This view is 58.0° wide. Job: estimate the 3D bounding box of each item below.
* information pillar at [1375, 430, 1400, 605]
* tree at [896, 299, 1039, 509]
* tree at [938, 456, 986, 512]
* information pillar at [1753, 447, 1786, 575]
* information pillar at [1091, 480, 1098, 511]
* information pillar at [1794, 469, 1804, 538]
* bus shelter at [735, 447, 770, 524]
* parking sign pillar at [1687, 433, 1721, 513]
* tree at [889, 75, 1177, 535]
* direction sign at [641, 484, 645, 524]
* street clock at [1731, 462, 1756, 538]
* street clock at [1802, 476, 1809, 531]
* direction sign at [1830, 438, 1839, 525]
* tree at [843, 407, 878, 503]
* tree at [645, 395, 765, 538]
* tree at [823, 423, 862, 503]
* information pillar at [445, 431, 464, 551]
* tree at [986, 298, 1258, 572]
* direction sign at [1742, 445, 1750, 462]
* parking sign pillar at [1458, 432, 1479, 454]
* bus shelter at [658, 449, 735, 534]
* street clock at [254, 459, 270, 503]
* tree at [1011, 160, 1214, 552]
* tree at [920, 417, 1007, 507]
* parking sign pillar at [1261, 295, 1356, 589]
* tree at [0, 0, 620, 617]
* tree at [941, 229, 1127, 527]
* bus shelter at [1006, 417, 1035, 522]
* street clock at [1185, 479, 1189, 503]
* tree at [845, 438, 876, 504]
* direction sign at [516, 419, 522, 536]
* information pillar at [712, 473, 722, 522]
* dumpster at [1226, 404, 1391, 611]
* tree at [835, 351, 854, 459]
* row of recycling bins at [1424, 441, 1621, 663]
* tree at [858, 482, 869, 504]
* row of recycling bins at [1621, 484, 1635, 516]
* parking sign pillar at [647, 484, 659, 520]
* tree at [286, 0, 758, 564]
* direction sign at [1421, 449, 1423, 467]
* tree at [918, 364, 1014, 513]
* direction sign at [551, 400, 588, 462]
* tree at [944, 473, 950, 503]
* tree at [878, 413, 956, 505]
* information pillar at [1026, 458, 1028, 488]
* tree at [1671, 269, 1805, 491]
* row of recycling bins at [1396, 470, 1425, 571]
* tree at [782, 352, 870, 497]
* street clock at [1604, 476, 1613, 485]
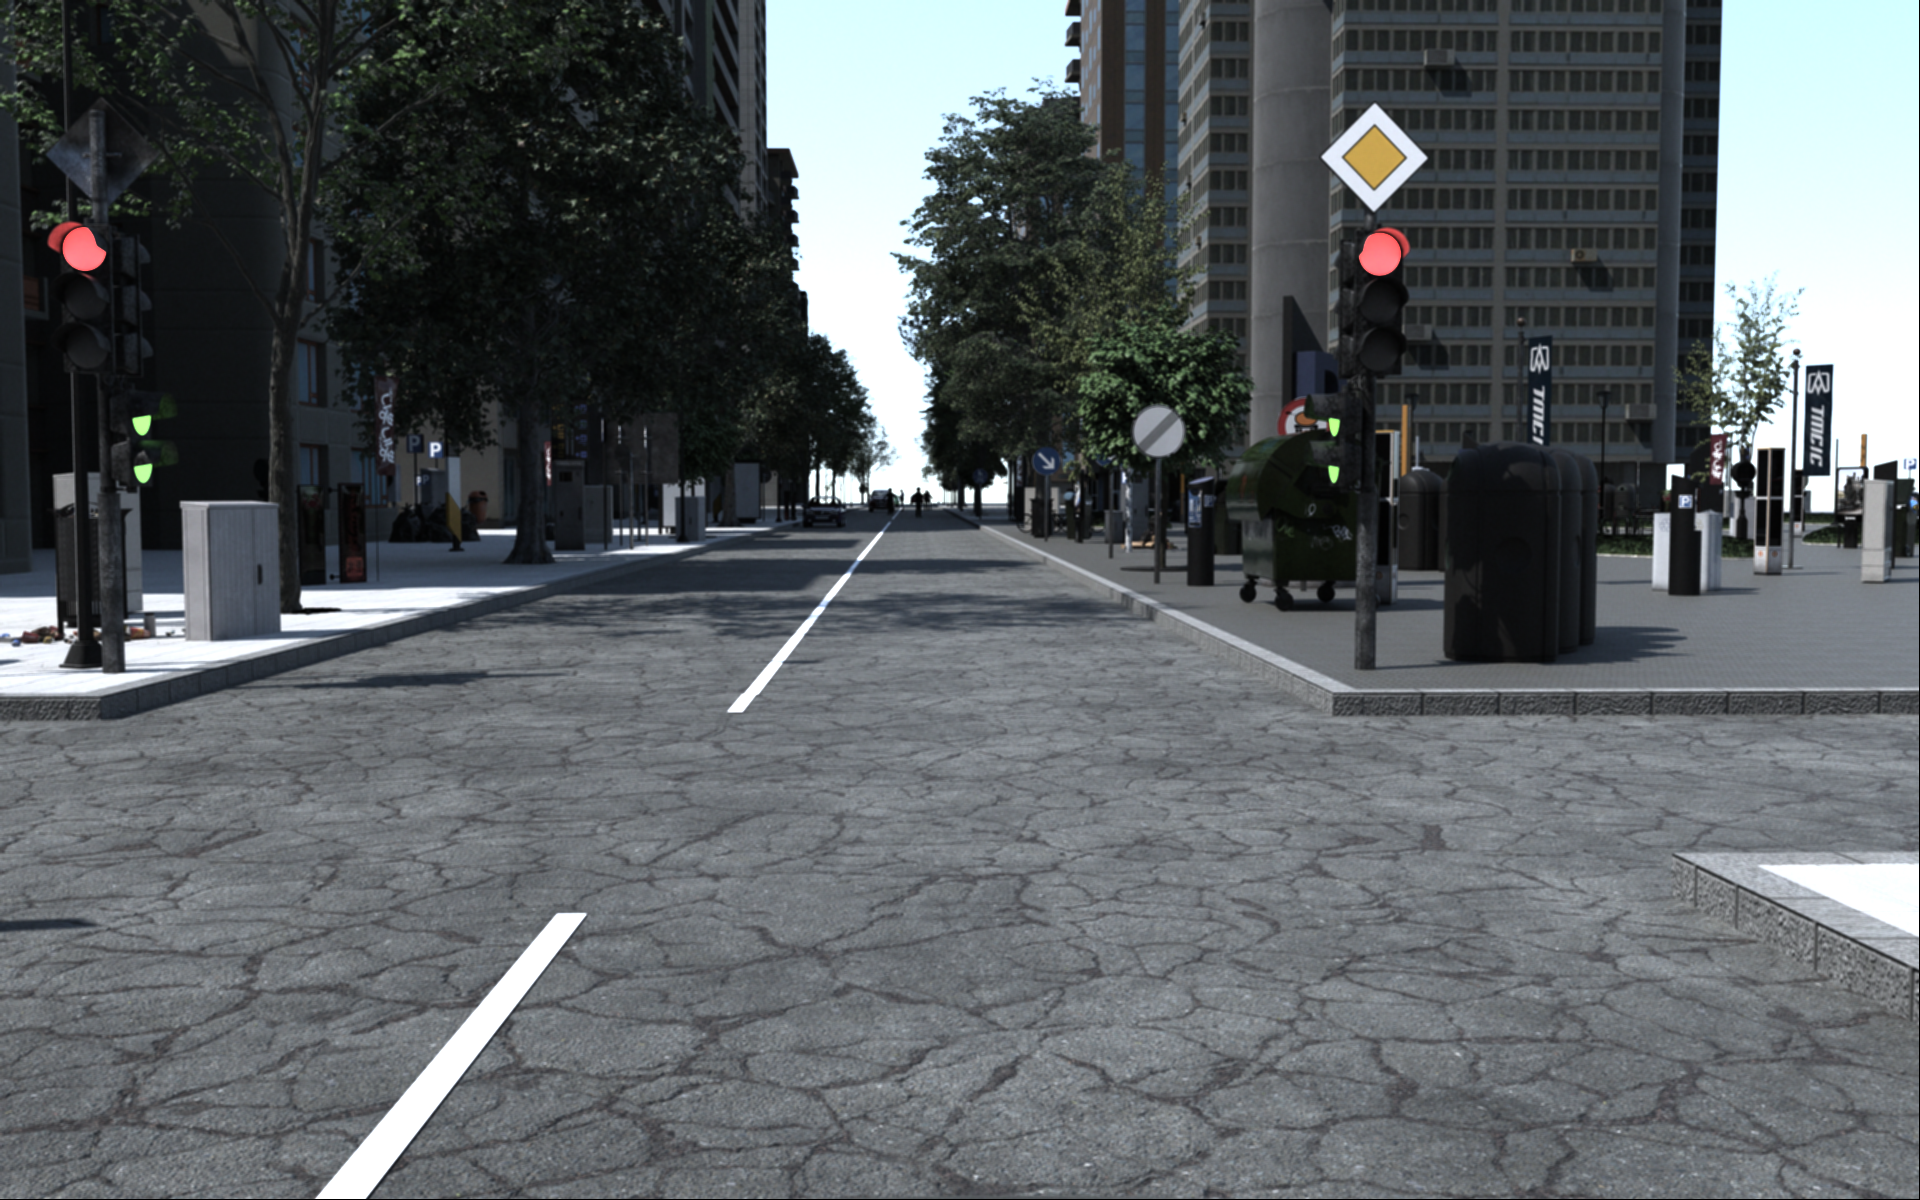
[{"bbox_3d":[4.917,-0.958,20.149,0.304,2.012,0.304,2,4,28],"label":"information pillar"},{"bbox_3d":[1.173,-17.984,149.924,12.611,20.169,13.585,0,3,0],"label":"tree"},{"bbox_3d":[1.203,-8.766,127.044,4.285,4.588,4.351,0,3,0],"label":"tree"},{"bbox_3d":[12.817,-1.403,27.426,0.304,2.012,0.304,-1,4,-16],"label":"information pillar"},{"bbox_3d":[6.859,-5.115,88.121,0.304,2.012,0.304,1,4,16],"label":"information pillar"},{"bbox_3d":[24.776,-2.860,51.261,0.304,2.012,0.304,1,4,21],"label":"information pillar"},{"bbox_3d":[-9.457,-5.100,77.302,2.014,3.302,5.546,0,4,-2],"label":"bus shelter"},{"bbox_3d":[33.057,-5.415,77.010,1.447,3.967,1.447,0,4,0],"label":"parking sign pillar"},{"bbox_3d":[2.674,-8.981,53.499,9.857,13.997,8.962,0,3,0],"label":"tree"},{"bbox_3d":[-13.377,-4.970,73.249,0.876,3.537,0.379,2,4,33],"label":"direction sign"},{"bbox_3d":[17.504,-2.090,38.742,0.471,2.002,0.358,0,4,-7],"label":"street clock"},{"bbox_3d":[29.095,-3.383,59.878,0.471,2.002,0.358,-3,4,-38],"label":"street clock"},{"bbox_3d":[35.718,-4.808,70.609,0.379,3.537,0.876,2,4,30],"label":"direction sign"},{"bbox_3d":[-13.215,-20.518,245.831,12.009,13.543,11.850,0,3,0],"label":"tree"},{"bbox_3d":[-7.966,-4.114,50.981,4.285,4.588,4.351,0,3,0],"label":"tree"},{"bbox_3d":[-10.946,-12.729,158.486,4.737,8.622,4.395,0,3,0],"label":"tree"},{"bbox_3d":[-11.325,-2.895,38.695,0.183,3.616,0.504,1,4,16],"label":"information pillar"},{"bbox_3d":[3.406,-2.779,29.155,4.285,4.588,4.351,0,3,0],"label":"tree"},{"bbox_3d":[36.171,-5.375,79.885,0.379,3.537,0.876,0,4,-3],"label":"direction sign"},{"bbox_3d":[22.034,-5.262,74.506,1.447,3.967,1.447,-2,4,-31],"label":"parking sign pillar"},{"bbox_3d":[-8.875,-3.885,57.451,2.014,3.302,5.546,0,4,-1],"label":"bus shelter"},{"bbox_3d":[-14.228,-1.893,35.520,0.471,2.002,0.358,2,4,33],"label":"street clock"},{"bbox_3d":[3.570,-5.378,38.291,4.737,8.622,4.395,0,3,0],"label":"tree"},{"bbox_3d":[0.375,-15.638,172.692,9.611,12.733,9.660,0,3,0],"label":"tree"},{"bbox_3d":[4.942,-2.178,24.075,1.447,3.967,1.447,3,4,36],"label":"parking sign pillar"},{"bbox_3d":[-7.153,-5.664,18.358,9.928,11.665,9.643,0,3,0],"label":"tree"},{"bbox_3d":[2.844,-8.639,67.008,9.928,11.665,9.643,0,3,0],"label":"tree"},{"bbox_3d":[3.199,-6.424,82.671,2.179,5.291,8.768,0,4,-1],"label":"bus shelter"},{"bbox_3d":[10.700,-4.704,81.478,0.471,2.002,0.358,1,4,19],"label":"street clock"},{"bbox_3d":[-13.045,-17.047,229.084,4.360,8.622,3.978,0,3,0],"label":"tree"},{"bbox_3d":[-13.251,-3.688,52.303,0.379,3.537,0.876,-2,4,-26],"label":"direction sign"},{"bbox_3d":[-11.098,-5.364,79.053,0.504,3.616,0.183,3,4,39],"label":"information pillar"},{"bbox_3d":[3.930,-1.050,19.656,1.502,2.255,1.985,0,4,-2],"label":"dumpster"},{"bbox_3d":[-8.790,-9.154,66.674,9.611,12.733,9.660,0,3,0],"label":"tree"},{"bbox_3d":[4.835,-0.463,14.676,1.069,1.692,3.534,2,4,25],"label":"row of recycling bins"},{"bbox_3d":[-13.106,-14.759,235.909,1.663,3.219,1.824,0,3,0],"label":"tree"},{"bbox_3d":[25.296,-3.782,68.947,1.069,1.692,3.534,-2,4,-33],"label":"row of recycling bins"},{"bbox_3d":[-14.983,-5.975,86.166,1.447,3.967,1.447,1,4,20],"label":"parking sign pillar"},{"bbox_3d":[-7.936,-7.024,31.854,9.611,12.733,9.660,0,3,0],"label":"tree"},{"bbox_3d":[23.334,-5.842,87.510,0.379,3.537,0.876,1,4,15],"label":"direction sign"},{"bbox_3d":[0.774,-12.101,115.980,7.486,12.596,7.792,0,3,0],"label":"tree"},{"bbox_3d":[-9.379,-3.038,41.662,0.876,3.537,0.379,0,4,-3],"label":"direction sign"},{"bbox_3d":[-1.771,-17.534,237.048,4.360,8.622,3.978,0,3,0],"label":"tree"},{"bbox_3d":[-0.665,-17.590,197.969,12.009,13.543,11.850,0,3,0],"label":"tree"},{"bbox_3d":[2.937,-5.096,74.680,0.183,3.616,0.504,-1,4,-9],"label":"information pillar"},{"bbox_3d":[26.048,-6.558,57.579,4.737,8.622,4.395,0,3,0],"label":"tree"},{"bbox_3d":[8.108,-1.333,28.912,1.069,1.692,3.534,-3,5,-42],"label":"row of recycling bins"},{"bbox_3d":[-10.323,-12.986,130.451,7.486,12.596,7.792,0,3,0],"label":"tree"},{"bbox_3d":[26.601,-4.068,71.086,0.358,2.002,0.471,0,4,1],"label":"street clock"}]
